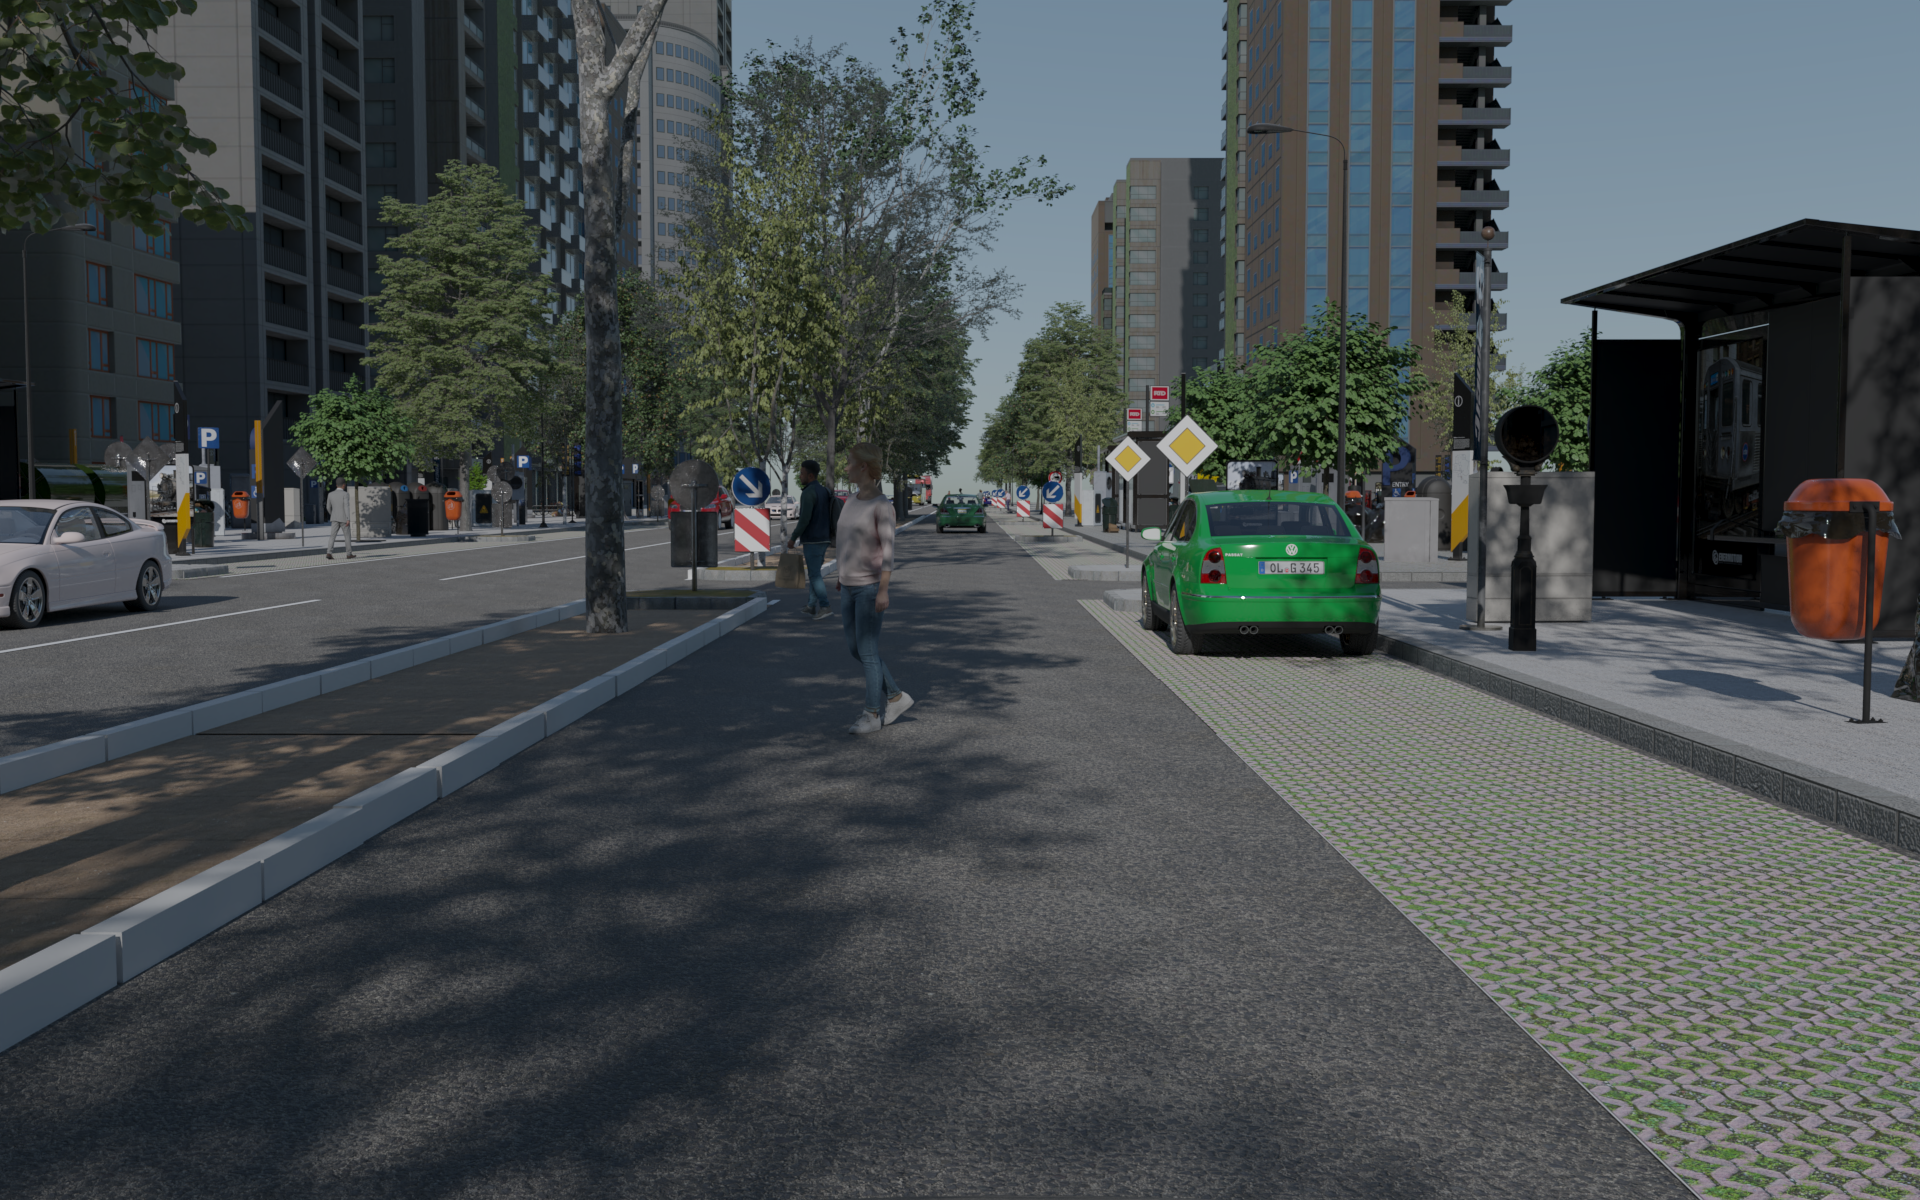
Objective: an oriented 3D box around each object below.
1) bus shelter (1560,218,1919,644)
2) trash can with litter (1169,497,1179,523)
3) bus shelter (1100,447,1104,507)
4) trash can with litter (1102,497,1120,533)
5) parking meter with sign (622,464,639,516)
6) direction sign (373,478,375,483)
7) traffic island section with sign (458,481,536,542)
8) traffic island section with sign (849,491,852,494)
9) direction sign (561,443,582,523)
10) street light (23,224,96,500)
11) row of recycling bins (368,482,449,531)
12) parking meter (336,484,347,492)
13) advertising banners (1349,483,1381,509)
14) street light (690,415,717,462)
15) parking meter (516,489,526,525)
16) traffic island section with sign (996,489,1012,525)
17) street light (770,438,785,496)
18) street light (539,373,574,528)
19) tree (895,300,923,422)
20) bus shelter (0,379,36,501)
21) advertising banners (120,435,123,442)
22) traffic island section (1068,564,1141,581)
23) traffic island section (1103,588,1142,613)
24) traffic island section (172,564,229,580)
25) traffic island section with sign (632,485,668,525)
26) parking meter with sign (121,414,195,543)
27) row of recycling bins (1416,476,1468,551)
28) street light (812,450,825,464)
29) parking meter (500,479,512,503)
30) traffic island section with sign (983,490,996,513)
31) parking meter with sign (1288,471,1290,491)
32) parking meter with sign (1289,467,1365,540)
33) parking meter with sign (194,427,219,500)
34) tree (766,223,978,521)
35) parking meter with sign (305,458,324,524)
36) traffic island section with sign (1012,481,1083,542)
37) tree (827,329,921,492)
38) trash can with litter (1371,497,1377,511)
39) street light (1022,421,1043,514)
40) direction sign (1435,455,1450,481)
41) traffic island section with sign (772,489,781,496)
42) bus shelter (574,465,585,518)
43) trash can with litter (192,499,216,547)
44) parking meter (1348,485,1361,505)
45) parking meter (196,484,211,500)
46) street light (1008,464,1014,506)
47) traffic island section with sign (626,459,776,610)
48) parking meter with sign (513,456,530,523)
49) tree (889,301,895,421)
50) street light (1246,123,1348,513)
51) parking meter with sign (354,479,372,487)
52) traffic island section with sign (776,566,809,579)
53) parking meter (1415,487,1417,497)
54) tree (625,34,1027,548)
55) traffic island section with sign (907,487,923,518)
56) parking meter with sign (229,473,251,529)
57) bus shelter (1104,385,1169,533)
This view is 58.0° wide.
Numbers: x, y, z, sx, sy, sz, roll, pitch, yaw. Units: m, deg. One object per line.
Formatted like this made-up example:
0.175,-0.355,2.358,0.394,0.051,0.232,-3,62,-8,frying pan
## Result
8.072,-1.627,17.892,1.731,3.624,6.357,0,4,0,bus shelter
8.474,-3.600,70.253,0.624,1.170,1.055,-1,4,-16,trash can with litter
7.401,-6.161,78.356,2.179,5.291,8.768,0,4,0,bus shelter
5.074,-2.817,57.447,0.624,1.170,1.055,-1,4,-11,trash can with litter
-19.359,-6.342,99.948,0.543,3.016,1.738,3,5,42,parking meter with sign
-26.258,-5.237,77.616,0.379,3.537,0.876,0,4,-3,direction sign
-13.997,-2.687,52.564,1.989,1.847,2.006,0,4,0,traffic island section with sign
-13.426,-12.422,211.723,1.989,1.847,2.006,0,4,0,traffic island section with sign
-17.152,-5.171,76.542,0.876,3.537,0.379,0,4,0,direction sign
-15.542,-3.509,29.921,1.470,5.913,1.316,0,4,0,street light
-19.054,-3.213,59.641,1.069,1.692,3.534,2,4,25,row of recycling bins
-25.511,-4.024,71.496,0.399,1.863,0.255,1,4,20,parking meter
17.034,-4.664,72.444,2.074,3.025,0.090,-2,4,-23,advertising banners
-15.243,-7.888,101.505,1.470,5.913,1.316,0,4,0,street light
-18.327,-3.905,72.265,0.372,1.533,0.369,0,3,0,parking meter
2.782,-4.356,79.847,1.989,1.847,2.006,0,4,0,traffic island section with sign
-15.101,-10.411,142.755,1.470,5.913,1.316,0,4,0,street light
-15.362,-5.713,65.950,1.470,5.913,1.316,0,4,0,street light
-3.103,-6.219,54.505,4.737,8.622,4.395,0,3,0,tree
-20.404,-2.592,33.654,1.731,3.624,6.357,0,3,0,bus shelter
-25.554,-3.451,52.613,0.090,3.025,2.074,-2,4,-33,advertising banners
2.918,-0.472,29.991,2.009,0.180,2.903,0,4,0,traffic island section
2.889,0.017,22.006,2.009,0.180,2.903,0,4,0,traffic island section
-14.073,-0.476,30.057,2.009,0.180,2.903,0,4,0,traffic island section
-13.909,-4.336,79.519,1.989,1.847,2.006,0,4,0,traffic island section with sign
-17.797,-2.546,37.890,1.738,3.016,0.543,0,4,4,parking meter with sign
12.091,-1.953,39.046,3.534,1.692,1.069,1,4,19,row of recycling bins
-14.928,-12.604,178.619,1.470,5.913,1.316,0,4,0,street light
-17.050,-3.631,65.070,0.399,1.863,0.255,-1,4,-22,parking meter
2.948,-7.419,129.930,1.989,1.847,2.006,0,4,0,traffic island section with sign
8.633,-2.899,43.658,1.738,3.016,0.543,-2,4,-31,parking meter with sign
9.055,-2.825,42.452,1.738,3.016,0.543,0,4,7,parking meter with sign
-20.253,-3.038,45.939,1.738,3.016,0.543,3,5,44,parking meter with sign
-3.812,-10.480,80.459,9.857,13.997,8.962,0,3,0,tree
-27.659,-4.775,74.330,0.543,3.016,1.738,0,4,-4,parking meter with sign
2.677,-2.694,52.680,1.989,1.847,2.006,0,4,0,traffic island section with sign
-3.601,-7.360,73.161,4.360,8.622,3.978,0,3,0,tree
17.936,-3.923,75.530,0.624,1.170,1.055,-2,4,-32,trash can with litter
4.640,-8.386,109.644,1.470,5.913,1.316,0,4,0,street light
27.955,-6.625,100.317,0.876,3.537,0.379,2,4,32,direction sign
-13.712,-7.391,129.470,1.989,1.847,2.006,0,4,0,traffic island section with sign
-19.449,-6.291,94.148,1.731,3.624,6.357,0,4,0,bus shelter
-18.263,-1.854,41.702,0.624,1.170,1.055,-1,4,-22,trash can with litter
11.348,-2.536,49.877,0.372,1.533,0.369,0,3,0,parking meter
-19.594,-2.232,44.907,0.372,1.533,0.369,0,3,0,parking meter
4.710,-10.603,145.894,1.470,5.913,1.316,0,4,0,street light
-3.519,-0.864,22.267,2.006,1.907,1.989,0,4,0,traffic island section with sign
-19.735,-4.988,77.811,0.543,3.016,1.738,0,4,-5,parking meter with sign
-3.723,-5.103,36.247,4.737,8.622,4.395,0,3,0,tree
4.291,-3.017,21.873,1.470,5.913,1.316,0,4,0,street light
-27.257,-5.067,79.100,1.738,3.016,0.543,0,4,0,parking meter with sign
-3.482,-1.317,29.675,2.006,1.907,1.989,0,4,0,traffic island section with sign
12.870,-2.440,48.309,0.372,1.533,0.369,0,3,0,parking meter
-3.444,-8.125,45.671,12.009,13.543,11.850,0,3,0,tree
-3.219,-5.913,104.813,2.006,1.907,1.989,0,4,0,traffic island section with sign
-26.707,-4.161,64.295,1.738,3.016,0.543,-2,4,-29,parking meter with sign
6.644,-5.137,61.619,2.179,5.291,8.768,0,4,0,bus shelter
